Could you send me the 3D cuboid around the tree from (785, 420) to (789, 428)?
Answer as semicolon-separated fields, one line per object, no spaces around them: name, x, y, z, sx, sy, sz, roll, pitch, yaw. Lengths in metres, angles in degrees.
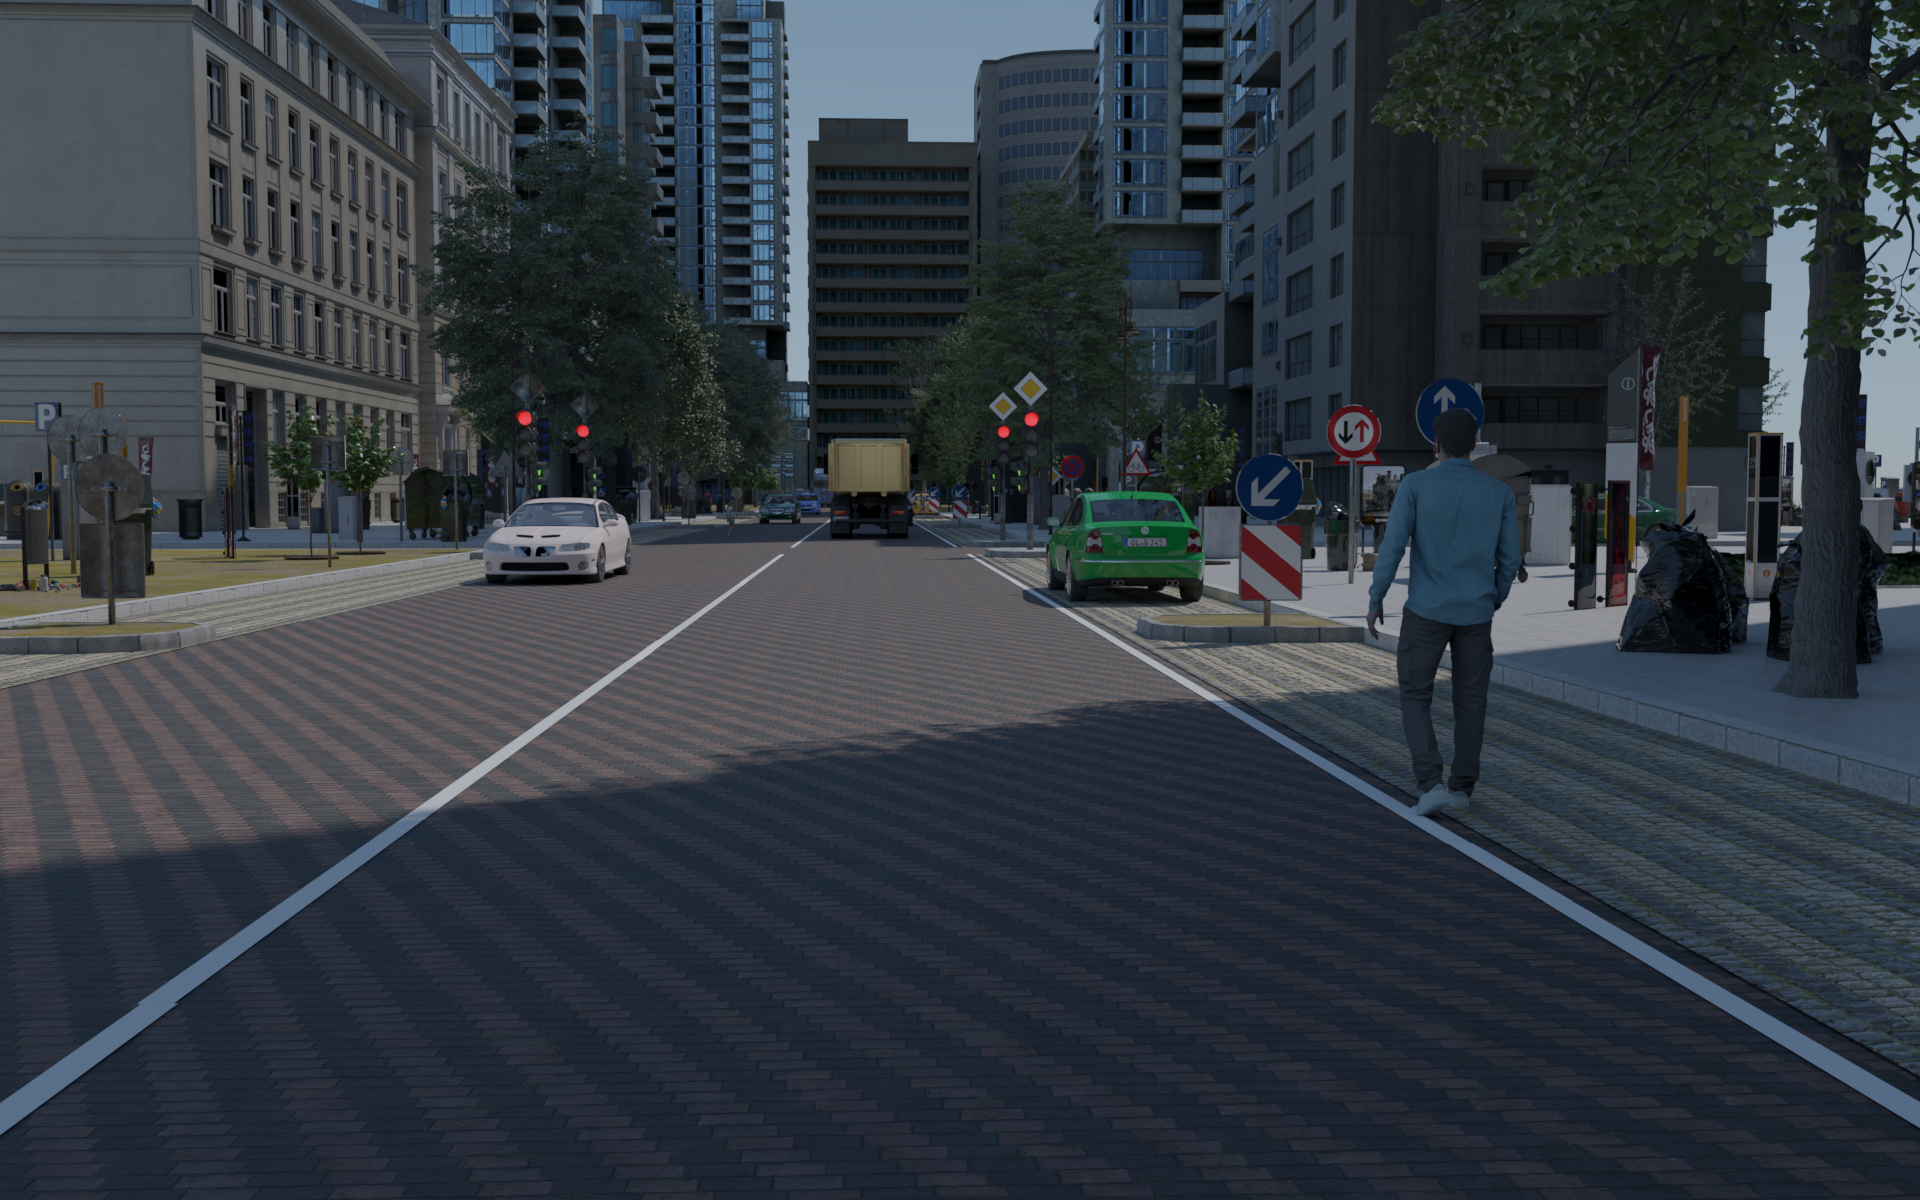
tree;-16.940;-13.158;121.781;9.857;13.997;8.962;0;3;0

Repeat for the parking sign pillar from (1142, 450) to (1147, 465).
parking sign pillar;10.589;-6.532;95.275;1.447;3.967;1.447;1;4;21

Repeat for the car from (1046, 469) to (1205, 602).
car;2.249;-0.952;24.362;1.959;1.807;4.718;0;4;-3

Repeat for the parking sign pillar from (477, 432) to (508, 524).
parking sign pillar;-20.347;-5.308;75.256;1.447;3.967;1.447;2;4;25

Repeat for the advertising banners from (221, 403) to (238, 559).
advertising banners;-14.487;-2.335;34.368;0.090;3.025;2.074;-2;4;-30

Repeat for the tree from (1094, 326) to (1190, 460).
tree;7.734;-7.600;74.615;4.737;8.622;4.395;0;3;0

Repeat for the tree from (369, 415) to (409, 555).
tree;-12.885;-2.585;36.870;1.663;3.219;1.824;0;3;0

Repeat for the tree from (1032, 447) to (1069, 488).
tree;6.293;-8.302;119.455;4.285;4.588;4.351;0;3;0

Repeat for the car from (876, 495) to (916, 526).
car;-3.016;-4.243;79.167;2.009;1.686;4.222;0;4;-3

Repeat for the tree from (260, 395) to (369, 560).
tree;-12.876;-2.405;33.927;1.663;3.219;1.824;0;3;0

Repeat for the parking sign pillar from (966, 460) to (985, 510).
parking sign pillar;1.104;-8.019;119.577;1.447;3.967;1.447;1;4;21

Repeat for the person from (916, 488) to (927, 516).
person;-2.281;-5.823;103.802;0.778;1.811;0.616;0;4;7

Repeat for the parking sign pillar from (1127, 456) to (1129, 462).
parking sign pillar;11.400;-7.671;113.891;1.447;3.967;1.447;0;4;3

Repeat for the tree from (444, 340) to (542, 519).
tree;-21.146;-7.906;79.633;4.737;8.622;4.395;0;3;0

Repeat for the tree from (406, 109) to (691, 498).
tree;-13.901;-9.317;58.996;9.857;13.997;8.962;0;3;0

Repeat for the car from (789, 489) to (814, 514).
car;-11.830;-7.315;128.268;2.281;1.827;5.304;0;4;-5

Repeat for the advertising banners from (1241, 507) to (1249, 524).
advertising banners;10.183;-4.256;65.780;2.074;3.025;0.090;-2;4;-33

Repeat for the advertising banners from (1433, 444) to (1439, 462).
advertising banners;15.083;-3.402;51.813;2.074;3.025;0.090;3;4;37

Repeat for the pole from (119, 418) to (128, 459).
pole;-22.435;-3.219;46.467;0.158;3.312;0.155;0;3;0

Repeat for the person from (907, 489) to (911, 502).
person;-3.525;-6.946;122.412;0.624;1.780;0.694;0;4;1

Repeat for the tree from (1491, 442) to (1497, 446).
tree;16.567;-3.744;55.813;1.663;3.219;1.824;0;3;0

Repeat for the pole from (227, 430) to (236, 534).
pole;-23.269;-3.760;55.323;0.158;3.312;0.155;0;3;0

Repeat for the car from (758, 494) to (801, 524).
car;-8.791;-4.465;84.803;2.131;1.459;4.920;0;4;-2

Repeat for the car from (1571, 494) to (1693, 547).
car;16.325;-2.016;44.752;4.920;1.459;2.131;0;4;-4

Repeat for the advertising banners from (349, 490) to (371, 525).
advertising banners;-24.625;-4.498;69.737;0.090;3.025;2.074;2;4;33

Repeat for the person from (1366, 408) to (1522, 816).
person;2.191;0.044;7.795;0.660;1.820;0.620;0;4;-3

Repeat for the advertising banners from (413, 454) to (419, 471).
advertising banners;-23.403;-4.886;76.081;0.090;3.025;2.074;1;4;23

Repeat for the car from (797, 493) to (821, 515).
car;-10.500;-6.710;119.297;1.945;1.707;3.694;0;4;-2

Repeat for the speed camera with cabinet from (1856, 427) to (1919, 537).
speed camera with cabinet;27.642;-3.494;51.460;2.038;3.252;0.660;2;4;24

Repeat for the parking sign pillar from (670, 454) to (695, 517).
parking sign pillar;-15.765;-6.728;98.469;1.447;3.967;1.447;1;4;19

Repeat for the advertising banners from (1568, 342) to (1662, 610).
advertising banners;7.474;-1.436;19.672;2.074;3.025;0.090;-3;5;-43

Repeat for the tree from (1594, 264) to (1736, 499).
tree;22.103;-6.407;55.123;4.360;8.622;3.978;0;3;0

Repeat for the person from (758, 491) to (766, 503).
person;-22.945;-11.839;202.154;1.350;1.814;0.705;1;4;11

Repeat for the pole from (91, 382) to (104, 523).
pole;-15.734;-2.315;31.688;0.158;3.312;0.155;0;3;0

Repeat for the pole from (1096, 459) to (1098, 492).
pole;7.954;-6.560;101.105;0.158;3.312;0.155;0;3;0

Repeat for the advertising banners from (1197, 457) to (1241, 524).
advertising banners;7.657;-3.425;52.189;0.090;3.025;2.074;-2;4;-31

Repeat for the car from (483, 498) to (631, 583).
car;-6.761;-1.045;29.443;2.083;1.381;4.827;0;4;-2

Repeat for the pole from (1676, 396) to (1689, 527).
pole;15.068;-2.587;36.133;0.158;3.312;0.155;0;3;0

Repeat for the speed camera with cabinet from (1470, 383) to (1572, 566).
speed camera with cabinet;9.929;-2.255;31.212;2.038;3.252;0.660;0;4;-1

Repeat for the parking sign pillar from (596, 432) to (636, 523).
parking sign pillar;-14.956;-5.353;75.991;1.447;3.967;1.447;3;4;36

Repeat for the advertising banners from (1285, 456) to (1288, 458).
advertising banners;14.559;-4.777;74.286;2.074;3.025;0.090;1;4;17

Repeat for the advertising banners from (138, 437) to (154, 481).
advertising banners;-25.703;-3.493;53.305;2.074;3.025;0.090;1;4;11

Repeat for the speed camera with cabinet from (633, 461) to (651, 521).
speed camera with cabinet;-15.595;-5.396;82.554;2.038;3.252;0.660;3;5;45

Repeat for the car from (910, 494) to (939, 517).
car;-2.262;-5.987;108.107;2.015;1.641;3.980;0;4;-5

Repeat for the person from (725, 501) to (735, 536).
person;-7.839;-2.765;58.728;0.382;1.210;0.505;-2;4;-33

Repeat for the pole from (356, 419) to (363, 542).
pole;-16.011;-3.197;46.117;0.158;3.312;0.155;0;3;0

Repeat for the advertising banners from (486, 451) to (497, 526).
advertising banners;-19.632;-4.521;70.111;2.074;3.025;0.090;1;4;12

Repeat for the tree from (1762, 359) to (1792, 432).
tree;29.968;-7.197;68.030;4.737;8.622;4.395;0;3;0
